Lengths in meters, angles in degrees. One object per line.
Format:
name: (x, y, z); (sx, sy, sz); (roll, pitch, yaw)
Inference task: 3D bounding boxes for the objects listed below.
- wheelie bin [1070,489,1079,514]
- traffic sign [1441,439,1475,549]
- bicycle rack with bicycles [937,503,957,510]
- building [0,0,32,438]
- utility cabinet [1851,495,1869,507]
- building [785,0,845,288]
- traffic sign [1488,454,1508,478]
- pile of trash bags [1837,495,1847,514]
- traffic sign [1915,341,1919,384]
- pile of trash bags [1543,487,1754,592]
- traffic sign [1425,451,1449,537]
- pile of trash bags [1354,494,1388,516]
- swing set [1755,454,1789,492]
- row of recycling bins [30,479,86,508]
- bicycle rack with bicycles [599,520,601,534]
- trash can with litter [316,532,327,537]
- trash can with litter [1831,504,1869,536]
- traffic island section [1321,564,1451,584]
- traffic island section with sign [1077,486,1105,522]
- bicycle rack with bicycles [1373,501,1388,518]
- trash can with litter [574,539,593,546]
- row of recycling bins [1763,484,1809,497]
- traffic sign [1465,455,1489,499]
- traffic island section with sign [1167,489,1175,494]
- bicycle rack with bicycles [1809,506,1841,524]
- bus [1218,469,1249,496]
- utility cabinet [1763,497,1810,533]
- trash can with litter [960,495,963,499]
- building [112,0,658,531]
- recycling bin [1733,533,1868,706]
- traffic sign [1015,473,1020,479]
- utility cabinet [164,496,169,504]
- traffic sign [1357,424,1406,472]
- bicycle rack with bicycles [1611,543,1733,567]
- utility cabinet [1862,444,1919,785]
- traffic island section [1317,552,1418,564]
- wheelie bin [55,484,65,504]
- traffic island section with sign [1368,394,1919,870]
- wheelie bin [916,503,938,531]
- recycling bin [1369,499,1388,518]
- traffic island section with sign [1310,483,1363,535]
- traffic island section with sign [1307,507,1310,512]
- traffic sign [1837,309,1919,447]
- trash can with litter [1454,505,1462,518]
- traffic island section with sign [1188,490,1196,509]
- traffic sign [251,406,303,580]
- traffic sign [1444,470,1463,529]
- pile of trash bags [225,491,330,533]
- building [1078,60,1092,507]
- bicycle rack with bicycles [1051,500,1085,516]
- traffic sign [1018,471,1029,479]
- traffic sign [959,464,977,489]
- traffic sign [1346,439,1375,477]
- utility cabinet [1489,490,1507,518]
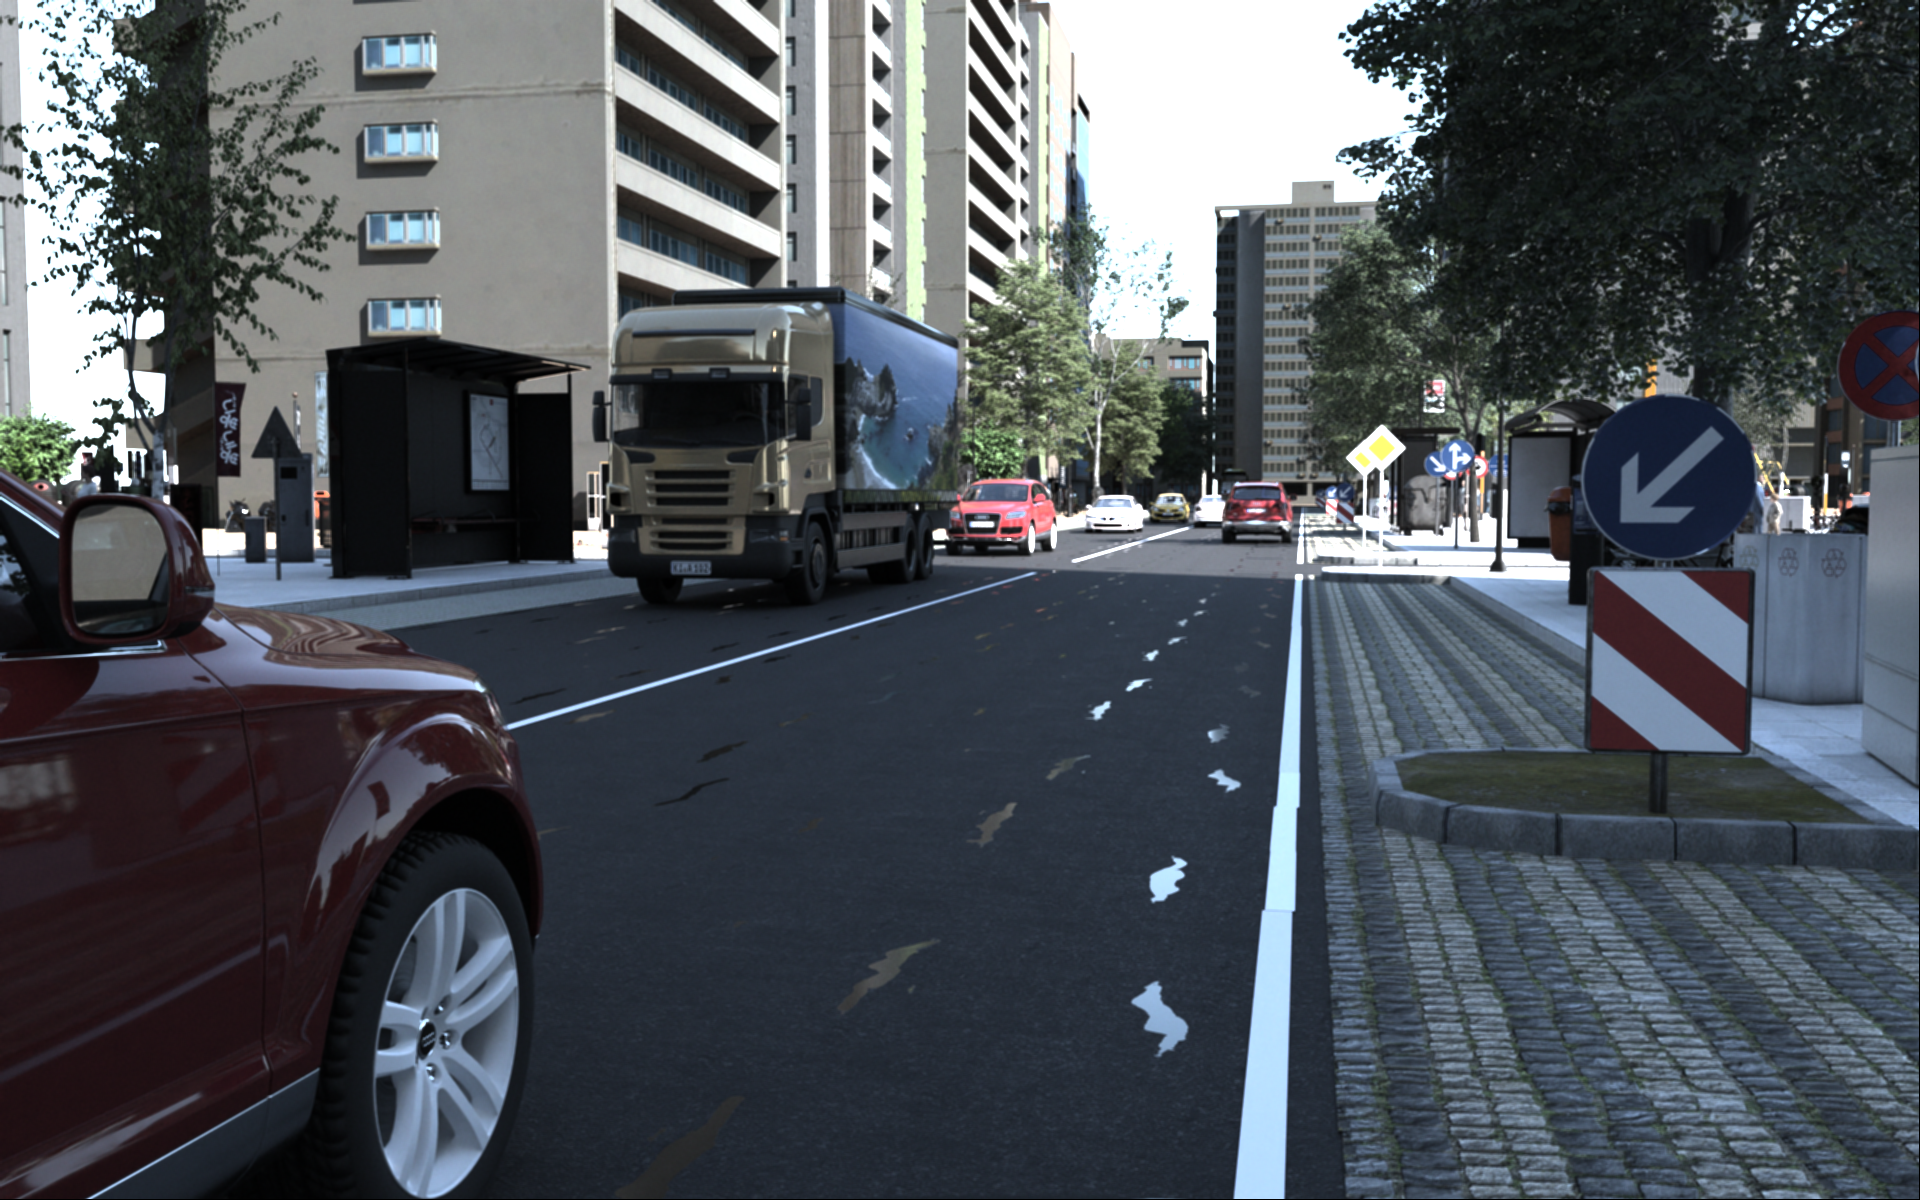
wheelie bin: (7.320, -6.440, 113.195); (0.693, 1.594, 0.980); (-2, 4, -32)
traffic sign: (11.612, -2.468, 40.459); (0.768, 2.556, 0.104); (1, 4, 16)
bicycle rack with bicycles: (-0.770, -4.143, 81.115); (2.852, 0.926, 2.925); (-2, 4, -30)
building: (-44.250, -23.099, 61.267); (14.086, 41.232, 14.154); (1, 4, 11)
utility cabinet: (42.202, -4.290, 81.296); (1.020, 1.237, 0.306); (3, 5, 43)
building: (-10.251, -25.343, 97.949); (14.154, 41.232, 14.086); (1, 4, 11)
traffic sign: (16.853, -3.298, 54.020); (0.768, 2.556, 0.104); (1, 4, 19)
pile of trash bags: (38.306, -3.801, 71.897); (3.447, 1.369, 1.912); (1, 4, 22)
traffic sign: (6.749, -0.698, 11.520); (0.768, 2.556, 0.104); (1, 4, 21)
pile of trash bags: (8.685, -0.764, 22.247); (3.447, 1.369, 1.912); (-3, 4, -37)
traffic sign: (14.177, -3.138, 51.416); (0.768, 2.556, 0.104); (1, 4, 20)
pile of trash bags: (24.542, -5.664, 102.365); (1.912, 1.369, 3.447); (2, 4, 28)
swing set: (29.498, -4.118, 64.944); (2.862, 2.851, 3.119); (1, 4, 19)
row of recycling bins: (-25.686, -2.468, 47.468); (3.534, 1.692, 1.069); (-2, 4, -34)
bicycle rack with bicycles: (-9.540, -2.343, 51.688); (2.852, 0.926, 2.925); (3, 5, 42)
trash can with litter: (-18.645, -2.511, 52.108); (2.233, 1.210, 1.678); (0, 4, 5)
trash can with litter: (10.284, -0.503, 19.618); (0.624, 1.170, 1.055); (3, 4, 38)
traffic island section: (7.073, -0.411, 28.994); (2.009, 0.180, 2.903); (1, 4, 11)
traffic island section with sign: (7.171, -4.957, 89.679); (1.989, 1.847, 2.006); (1, 4, 11)
bicycle rack with bicycles: (22.905, -4.775, 91.449); (2.925, 0.926, 2.852); (-2, 4, -31)
trash can with litter: (-9.890, -1.955, 43.017); (1.678, 1.210, 2.233); (3, 4, 36)
row of recycling bins: (34.265, -4.010, 72.678); (1.069, 1.692, 3.534); (-1, 4, -11)
traffic sign: (17.004, -3.482, 57.034); (0.768, 2.556, 0.104); (1, 4, 12)
traffic island section with sign: (16.948, -7.969, 138.922); (1.989, 1.847, 2.006); (1, 4, 11)
bicycle rack with bicycles: (26.602, -2.382, 52.330); (2.925, 0.926, 2.852); (1, 4, 15)
bus: (27.098, -10.968, 170.875); (2.896, 3.916, 12.252); (1, 4, 10)
utility cabinet: (20.023, -1.886, 41.995); (0.306, 1.237, 1.020); (-3, 4, -36)
trash can with litter: (0.146, -5.769, 105.381); (1.678, 1.210, 2.233); (0, 4, -1)
building: (-20.427, -27.326, 70.479); (21.300, 48.544, 21.600); (1, 4, 11)
recycling bin: (5.383, 0.101, 10.895); (0.722, 1.027, 0.722); (-1, 4, -14)
traffic sign: (2.781, -5.526, 90.463); (0.768, 2.556, 0.104); (1, 4, 13)
utility cabinet: (-27.239, -2.992, 60.073); (0.306, 1.237, 1.020); (3, 5, 42)
traffic sign: (7.048, -1.635, 28.916); (0.795, 2.593, 0.064); (1, 4, 11)
bicycle rack with bicycles: (8.341, -0.285, 18.040); (2.925, 0.926, 2.852); (-2, 4, -26)
utility cabinet: (4.465, 0.043, 7.973); (0.318, 1.500, 1.173); (1, 4, 17)
traffic island section: (8.626, -0.890, 36.827); (2.009, 0.180, 2.903); (1, 4, 11)
wheelie bin: (-26.986, -2.717, 52.327); (0.980, 1.594, 0.693); (0, 4, -5)
traffic island section with sign: (2.854, 0.059, 7.661); (1.989, 1.847, 2.006); (1, 4, 11)
wheelie bin: (-1.072, -3.154, 59.469); (0.980, 1.594, 0.693); (0, 4, 3)
recycling bin: (22.755, -4.993, 94.188); (0.722, 1.027, 0.722); (-3, 4, -38)
traffic island section with sign: (13.426, -3.200, 60.956); (1.989, 1.847, 2.006); (1, 4, 11)
traffic island section with sign: (18.672, -4.818, 87.397); (1.989, 1.847, 2.006); (1, 4, 11)
traffic sign: (6.495, -0.732, 12.076); (0.768, 2.556, 0.104); (1, 4, 14)
trash can with litter: (27.531, -5.138, 95.062); (1.678, 1.210, 2.233); (1, 4, 14)
traffic island section with sign: (22.299, -9.619, 165.892); (1.989, 1.847, 2.006); (1, 4, 11)
traffic sign: (-10.135, -1.571, 25.690); (0.884, 2.594, 0.081); (1, 4, 15)
traffic sign: (17.794, -3.826, 62.661); (0.768, 2.556, 0.104); (1, 4, 12)
pile of trash bags: (-22.802, -2.940, 57.818); (3.447, 1.369, 1.912); (-1, 4, -13)
building: (5.292, -32.071, 174.479); (14.200, 45.320, 14.600); (1, 4, 11)
bicycle rack with bicycles: (6.634, -5.700, 106.573); (2.925, 0.926, 2.852); (-3, 5, -42)
traffic sign: (3.331, -5.702, 93.333); (0.768, 2.556, 0.104); (1, 4, 14)
traffic sign: (0.335, -4.414, 72.268); (0.768, 2.556, 0.104); (1, 4, 13)
traffic sign: (8.601, -2.114, 36.749); (0.795, 2.593, 0.064); (1, 4, 11)
utility cabinet: (29.002, -5.177, 93.328); (0.318, 1.500, 1.173); (-1, 4, -23)
